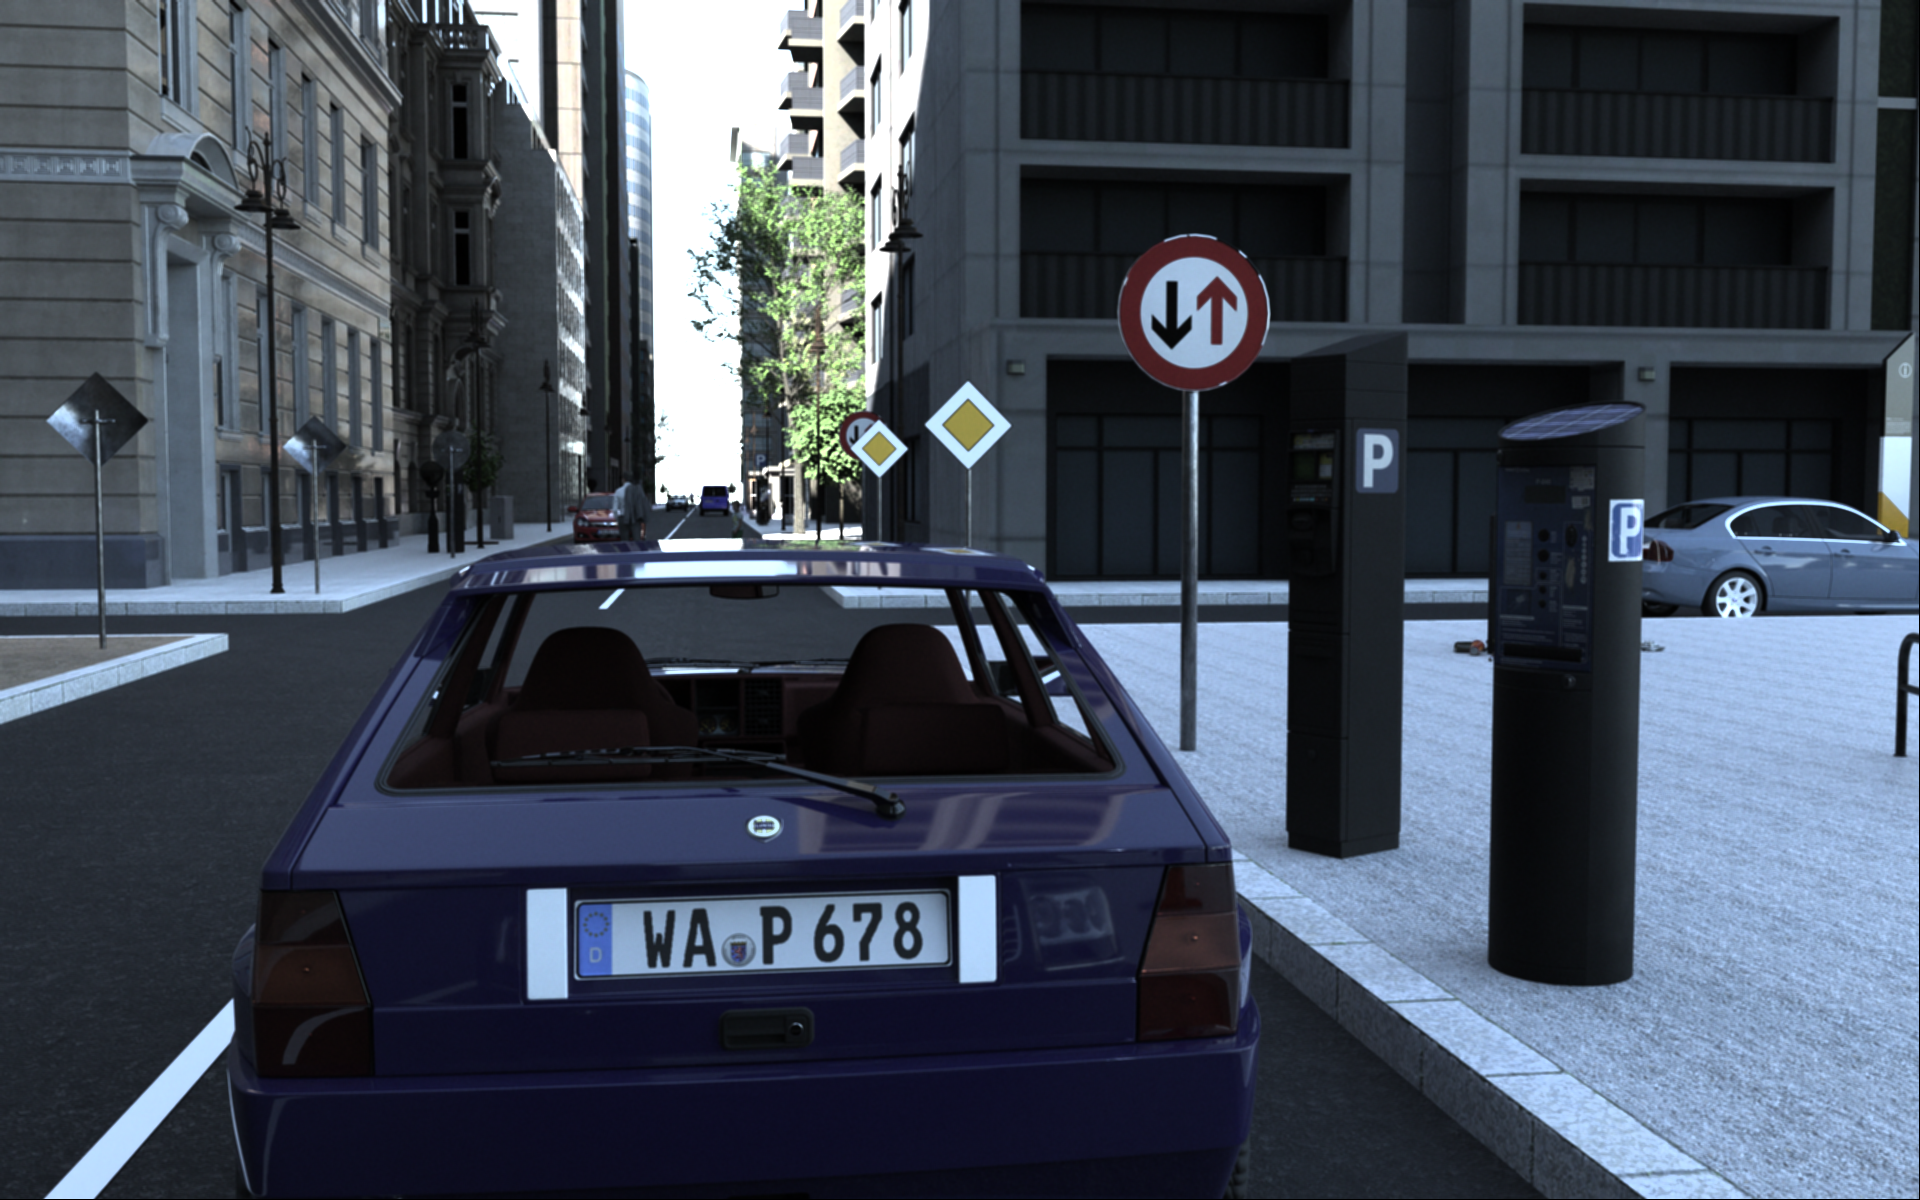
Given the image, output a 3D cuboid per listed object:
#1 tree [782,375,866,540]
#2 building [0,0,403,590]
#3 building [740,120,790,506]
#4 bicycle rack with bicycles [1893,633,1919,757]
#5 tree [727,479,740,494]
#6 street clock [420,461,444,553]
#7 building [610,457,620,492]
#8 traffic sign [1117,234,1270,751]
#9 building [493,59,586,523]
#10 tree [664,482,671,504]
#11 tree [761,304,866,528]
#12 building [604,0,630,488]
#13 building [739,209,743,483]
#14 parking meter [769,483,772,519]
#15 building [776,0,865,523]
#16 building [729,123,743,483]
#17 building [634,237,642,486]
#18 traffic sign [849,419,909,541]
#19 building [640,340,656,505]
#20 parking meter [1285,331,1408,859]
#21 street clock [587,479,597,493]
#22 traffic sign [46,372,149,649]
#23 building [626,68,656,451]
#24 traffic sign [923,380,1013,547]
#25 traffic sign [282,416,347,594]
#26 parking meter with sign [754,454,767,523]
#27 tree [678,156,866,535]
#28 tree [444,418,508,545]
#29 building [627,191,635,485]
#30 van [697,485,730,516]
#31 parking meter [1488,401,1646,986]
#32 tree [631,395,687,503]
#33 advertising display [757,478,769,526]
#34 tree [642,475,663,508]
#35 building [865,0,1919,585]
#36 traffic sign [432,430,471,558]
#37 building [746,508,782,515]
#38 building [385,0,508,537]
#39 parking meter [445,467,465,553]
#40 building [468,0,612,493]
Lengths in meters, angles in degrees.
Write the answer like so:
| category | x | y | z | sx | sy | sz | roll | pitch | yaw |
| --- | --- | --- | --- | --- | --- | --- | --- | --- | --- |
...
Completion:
| category | x | y | z | sx | sy | sz | roll | pitch | yaw |
| --- | --- | --- | --- | --- | --- | --- | --- | --- | --- |
| tree | -3.356 | -3.913 | 47.697 | 4.285 | 4.588 | 4.351 | 0 | 3 | 0 |
| building | -18.540 | -15.004 | 31.225 | 13.634 | 28.700 | 20.117 | -1 | 4 | -8 |
| building | -17.369 | -31.183 | 193.441 | 14.154 | 41.232 | 14.086 | -1 | 4 | -8 |
| bicycle rack with bicycles | 5.474 | 0.356 | 7.562 | 2.852 | 0.926 | 2.925 | 1 | 4 | 11 |
| tree | -28.515 | -13.546 | 216.078 | 1.663 | 3.219 | 1.824 | 0 | 3 | 0 |
| street clock | -11.527 | -2.036 | 37.867 | 0.471 | 2.002 | 0.358 | 0 | 4 | 3 |
| building | -34.181 | -41.550 | 117.595 | 20.563 | 71.187 | 20.611 | -1 | 4 | -8 |
| traffic sign | 1.143 | -0.519 | 8.599 | 0.768 | 2.556 | 0.104 | 0 | 4 | -8 |
| building | -24.203 | -14.042 | 84.331 | 10.420 | 20.320 | 16.860 | -1 | 4 | -8 |
| tree | -38.918 | -14.204 | 226.834 | 1.663 | 3.219 | 1.824 | 0 | 3 | 0 |
| tree | -5.569 | -7.032 | 65.330 | 4.737 | 8.622 | 4.395 | 0 | 3 | 0 |
| building | -33.456 | -29.721 | 136.046 | 14.600 | 45.320 | 14.200 | -1 | 4 | -8 |
| building | -16.116 | -34.285 | 215.177 | 22.147 | 44.769 | 28.867 | -1 | 4 | -8 |
| parking meter | -9.855 | -5.088 | 88.899 | 0.399 | 1.863 | 0.255 | 0 | 4 | 0 |
| building | 2.470 | -26.247 | 83.769 | 22.147 | 44.769 | 28.867 | -1 | 4 | -8 |
| building | -17.685 | -40.013 | 243.451 | 28.713 | 52.752 | 27.495 | -1 | 4 | -8 |
| building | -41.749 | -25.359 | 186.320 | 14.160 | 30.474 | 14.107 | -1 | 4 | -8 |
| traffic sign | -1.084 | -1.197 | 23.221 | 0.795 | 2.450 | 0.064 | -1 | 4 | -8 |
| building | -50.836 | -22.136 | 206.962 | 27.650 | 21.520 | 28.899 | -1 | 4 | -8 |
| parking meter | 1.381 | -0.031 | 6.213 | 0.399 | 1.863 | 0.255 | -3 | 4 | -36 |
| street clock | -17.408 | -4.730 | 81.904 | 0.471 | 2.002 | 0.358 | 3 | 4 | 37 |
| traffic sign | -7.103 | -0.652 | 14.298 | 0.795 | 2.450 | 0.064 | -1 | 4 | -8 |
| building | -52.567 | -42.388 | 235.040 | 21.231 | 58.520 | 28.212 | -1 | 4 | -8 |
| traffic sign | 0.068 | -0.714 | 15.320 | 0.795 | 2.450 | 0.064 | -1 | 4 | -8 |
| traffic sign | -8.255 | -1.135 | 22.200 | 0.795 | 2.450 | 0.064 | -1 | 4 | -8 |
| parking meter with sign | -8.722 | -4.883 | 76.099 | 0.543 | 3.016 | 1.738 | 0 | 4 | -5 |
| tree | -5.242 | -7.874 | 54.498 | 9.928 | 11.665 | 9.643 | 0 | 3 | 0 |
| tree | -12.518 | -3.045 | 44.386 | 1.663 | 3.219 | 1.824 | 0 | 3 | 0 |
| building | -36.151 | -23.187 | 150.801 | 14.160 | 30.474 | 14.107 | -1 | 4 | -8 |
| van | -16.565 | -6.861 | 116.557 | 2.240 | 2.365 | 5.245 | -1 | 4 | -9 |
| parking meter | 1.625 | 0.230 | 4.648 | 0.372 | 1.533 | 0.369 | 0 | 3 | 0 |
| tree | -29.585 | -14.018 | 163.600 | 8.767 | 10.594 | 7.601 | 0 | 4 | 5 |
| advertising display | -8.050 | -4.007 | 70.727 | 0.123 | 1.923 | 0.974 | 1 | 4 | 16 |
| tree | -28.706 | -10.034 | 158.651 | 1.663 | 3.219 | 1.824 | 0 | 3 | 0 |
| building | 9.138 | -36.409 | 33.543 | 20.611 | 71.187 | 20.563 | -1 | 4 | -8 |
| traffic sign | -10.177 | -2.114 | 34.677 | 0.768 | 2.556 | 0.104 | 0 | 4 | -3 |
| building | -0.776 | -27.267 | 137.697 | 32.217 | 40.220 | 23.993 | -1 | 4 | -8 |
| building | -22.961 | -14.635 | 58.364 | 14.460 | 24.649 | 34.723 | -1 | 4 | -8 |
| parking meter | -11.035 | -1.964 | 37.830 | 0.255 | 1.863 | 0.399 | 1 | 4 | 12 |
| building | -28.281 | -25.581 | 101.849 | 14.154 | 41.232 | 14.086 | -1 | 4 | -8 |
